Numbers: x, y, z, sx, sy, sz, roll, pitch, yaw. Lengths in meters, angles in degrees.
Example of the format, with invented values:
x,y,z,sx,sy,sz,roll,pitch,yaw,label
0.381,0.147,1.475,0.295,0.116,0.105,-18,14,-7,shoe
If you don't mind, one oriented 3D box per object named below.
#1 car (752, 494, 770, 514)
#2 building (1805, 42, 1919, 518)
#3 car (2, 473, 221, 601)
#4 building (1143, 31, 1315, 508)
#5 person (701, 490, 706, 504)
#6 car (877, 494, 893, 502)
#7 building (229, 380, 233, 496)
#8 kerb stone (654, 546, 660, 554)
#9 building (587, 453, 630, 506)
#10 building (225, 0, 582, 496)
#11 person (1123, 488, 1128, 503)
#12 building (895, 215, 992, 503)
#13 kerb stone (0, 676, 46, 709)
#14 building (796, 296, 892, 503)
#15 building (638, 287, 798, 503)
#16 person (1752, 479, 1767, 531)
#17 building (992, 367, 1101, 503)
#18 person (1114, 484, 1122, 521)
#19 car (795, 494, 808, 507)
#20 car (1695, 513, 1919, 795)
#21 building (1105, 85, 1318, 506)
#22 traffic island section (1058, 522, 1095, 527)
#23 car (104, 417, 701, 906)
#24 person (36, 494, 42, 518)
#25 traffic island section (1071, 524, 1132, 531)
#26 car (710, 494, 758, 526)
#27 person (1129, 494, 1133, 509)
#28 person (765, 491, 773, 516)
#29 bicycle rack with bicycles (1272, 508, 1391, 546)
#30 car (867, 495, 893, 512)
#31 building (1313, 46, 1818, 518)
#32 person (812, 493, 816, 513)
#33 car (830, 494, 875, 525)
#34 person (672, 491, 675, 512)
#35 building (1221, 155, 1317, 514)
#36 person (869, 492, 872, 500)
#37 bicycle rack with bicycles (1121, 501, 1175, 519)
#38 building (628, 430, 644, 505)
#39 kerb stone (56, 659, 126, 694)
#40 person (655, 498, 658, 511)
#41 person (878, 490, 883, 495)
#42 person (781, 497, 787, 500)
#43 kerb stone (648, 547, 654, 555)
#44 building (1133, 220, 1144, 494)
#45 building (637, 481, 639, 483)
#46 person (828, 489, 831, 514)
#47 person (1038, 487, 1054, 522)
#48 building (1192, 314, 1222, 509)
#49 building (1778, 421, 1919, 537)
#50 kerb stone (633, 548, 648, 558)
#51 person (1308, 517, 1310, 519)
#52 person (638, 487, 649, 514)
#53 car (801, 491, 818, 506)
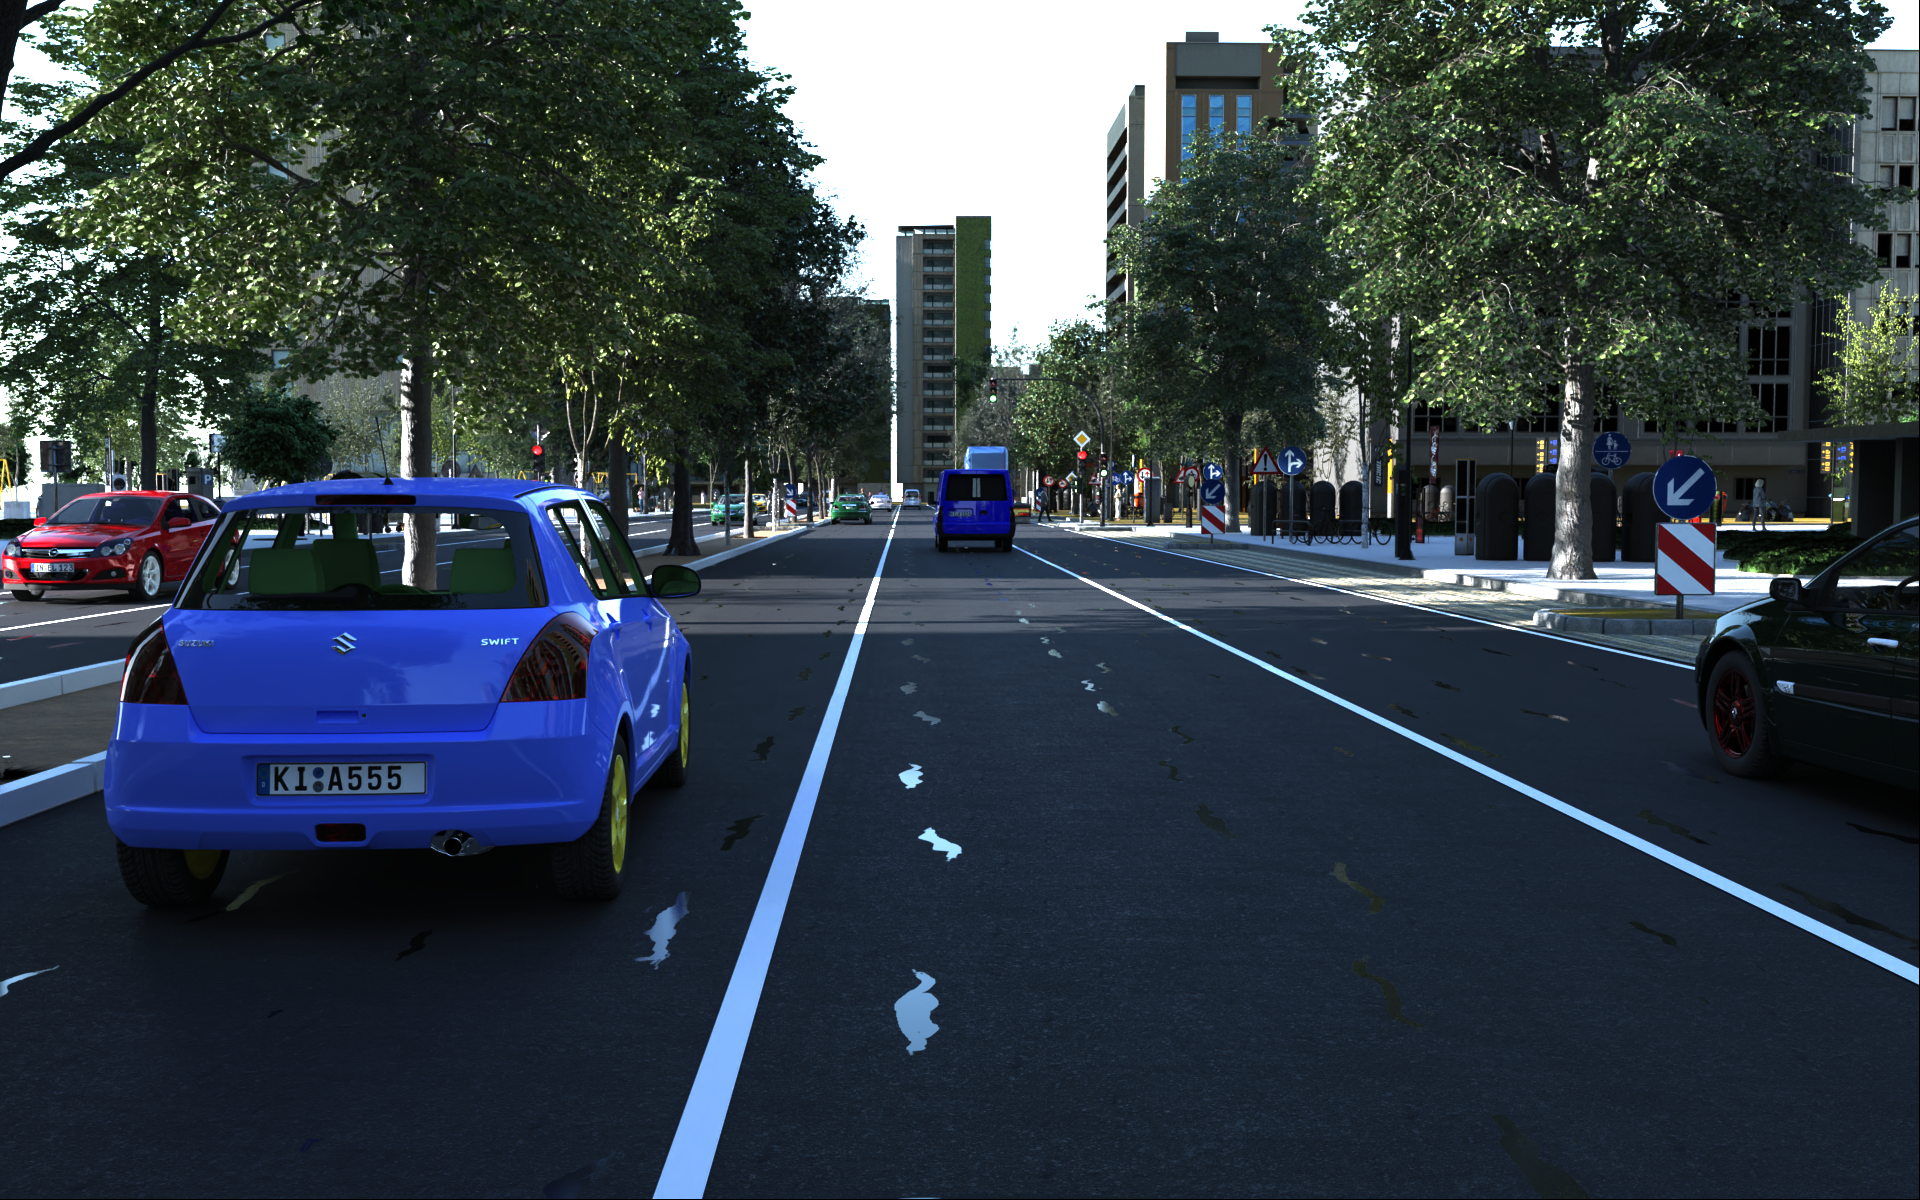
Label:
x,y,z,sx,sy,sz,roll,pitch,yaw,label
-14.842,-7.119,126.618,2.015,1.641,3.980,0,4,-3,car
56.454,-17.078,97.253,19.932,24.808,12.078,0,4,-2,building
-11.776,-0.948,24.537,2.155,1.783,4.494,0,4,-1,car
25.859,-31.780,169.707,14.600,45.320,14.200,0,4,-2,building
-31.750,-12.691,214.205,0.551,1.740,0.621,-2,4,-29,person
-7.752,-10.038,173.912,2.009,1.686,4.222,0,4,-3,car
-67.338,-54.177,198.462,31.000,86.520,22.319,0,4,-2,building
-7.366,-1.177,41.477,0.120,0.150,1.000,0,4,-2,kerb stone
-43.524,-25.256,184.636,14.160,30.474,14.107,0,4,-2,building
-50.230,-35.090,162.967,28.713,52.752,27.495,0,4,-2,building
13.288,-8.129,139.136,0.537,1.800,0.526,-3,5,-44,person
-2.532,-34.993,255.737,14.086,41.232,14.154,0,4,-2,building
-6.414,0.639,11.777,0.120,0.150,1.000,0,4,-2,kerb stone
-17.135,-29.633,256.195,14.107,30.474,14.160,0,4,-2,building
-36.424,-34.929,262.972,23.993,40.220,32.217,0,4,-2,building
27.923,-3.316,60.437,0.526,1.800,0.537,0,4,-1,person
18.734,-25.615,263.841,28.899,21.520,27.650,0,4,-2,building
7.598,-4.702,83.464,0.362,1.759,0.519,0,4,-7,person
-17.855,-11.266,193.985,2.009,1.686,4.222,0,4,0,car
4.795,0.135,7.574,2.009,1.686,4.222,0,4,-1,car
28.824,-35.396,202.425,21.300,48.544,21.600,0,4,-2,building
5.372,-3.302,76.275,2.009,0.180,2.903,0,4,-2,traffic island section
-2.109,0.136,7.364,1.945,1.707,3.694,0,4,-4,car
-28.083,-2.609,52.956,0.590,1.304,0.306,1,4,11,person
5.630,-2.814,68.294,2.009,0.180,2.903,0,4,-2,traffic island section
-10.369,-4.166,79.909,2.131,1.459,4.920,0,4,-1,car
13.577,-7.739,136.862,0.394,1.301,0.425,0,4,7,person
-12.230,-6.273,111.270,0.583,1.804,0.606,2,4,27,person
9.248,-1.886,44.224,2.852,0.926,2.925,-1,4,-19,bicycle rack with bicycles
-6.477,-7.814,140.119,2.083,1.381,4.827,0,4,-4,car
33.479,-18.589,97.438,24.014,27.812,14.314,0,4,-2,building
-11.217,-7.533,131.689,0.620,1.820,0.660,0,4,3,person
-5.150,-4.322,82.468,2.131,1.459,4.920,0,4,-1,car
-20.366,-7.231,124.367,0.767,1.812,0.694,2,4,32,person
26.026,-17.857,121.646,12.332,23.373,15.834,0,4,-2,building
-11.665,-13.188,225.041,0.530,1.710,0.541,-3,4,-38,person
9.570,-4.689,90.050,2.925,0.926,2.852,1,4,14,bicycle rack with bicycles
-44.937,-31.864,204.574,14.086,41.232,14.154,0,4,-2,building
-6.451,0.575,12.798,0.120,0.150,1.000,0,4,-2,kerb stone
-22.881,-7.281,130.110,0.382,1.210,0.505,-3,5,-44,person
-7.187,-9.252,159.645,0.709,1.838,0.599,2,4,32,person
-14.936,-8.504,147.636,0.694,1.812,0.767,1,4,23,person
-7.336,-1.117,40.455,0.120,0.150,1.000,0,4,-2,kerb stone
25.247,-25.253,184.595,14.160,30.474,14.107,0,4,-2,building
-62.683,-41.069,260.711,27.495,52.752,28.713,0,4,-2,building
-9.232,-7.105,124.569,0.836,1.842,0.656,-1,4,-17,person
4.402,-4.877,88.630,0.834,1.777,0.661,1,4,13,person
27.641,-16.898,143.726,16.820,18.784,16.811,0,4,-2,building
33.615,-23.100,32.315,22.147,44.769,28.867,0,4,-2,building
-7.307,-1.054,39.429,0.120,0.150,1.000,0,4,-2,kerb stone
16.625,-4.559,81.248,0.598,1.740,0.731,-1,4,-17,person
-20.390,-6.414,111.507,0.643,1.750,0.593,1,4,14,person
-17.949,-11.968,204.351,2.281,1.827,5.304,0,4,0,car
